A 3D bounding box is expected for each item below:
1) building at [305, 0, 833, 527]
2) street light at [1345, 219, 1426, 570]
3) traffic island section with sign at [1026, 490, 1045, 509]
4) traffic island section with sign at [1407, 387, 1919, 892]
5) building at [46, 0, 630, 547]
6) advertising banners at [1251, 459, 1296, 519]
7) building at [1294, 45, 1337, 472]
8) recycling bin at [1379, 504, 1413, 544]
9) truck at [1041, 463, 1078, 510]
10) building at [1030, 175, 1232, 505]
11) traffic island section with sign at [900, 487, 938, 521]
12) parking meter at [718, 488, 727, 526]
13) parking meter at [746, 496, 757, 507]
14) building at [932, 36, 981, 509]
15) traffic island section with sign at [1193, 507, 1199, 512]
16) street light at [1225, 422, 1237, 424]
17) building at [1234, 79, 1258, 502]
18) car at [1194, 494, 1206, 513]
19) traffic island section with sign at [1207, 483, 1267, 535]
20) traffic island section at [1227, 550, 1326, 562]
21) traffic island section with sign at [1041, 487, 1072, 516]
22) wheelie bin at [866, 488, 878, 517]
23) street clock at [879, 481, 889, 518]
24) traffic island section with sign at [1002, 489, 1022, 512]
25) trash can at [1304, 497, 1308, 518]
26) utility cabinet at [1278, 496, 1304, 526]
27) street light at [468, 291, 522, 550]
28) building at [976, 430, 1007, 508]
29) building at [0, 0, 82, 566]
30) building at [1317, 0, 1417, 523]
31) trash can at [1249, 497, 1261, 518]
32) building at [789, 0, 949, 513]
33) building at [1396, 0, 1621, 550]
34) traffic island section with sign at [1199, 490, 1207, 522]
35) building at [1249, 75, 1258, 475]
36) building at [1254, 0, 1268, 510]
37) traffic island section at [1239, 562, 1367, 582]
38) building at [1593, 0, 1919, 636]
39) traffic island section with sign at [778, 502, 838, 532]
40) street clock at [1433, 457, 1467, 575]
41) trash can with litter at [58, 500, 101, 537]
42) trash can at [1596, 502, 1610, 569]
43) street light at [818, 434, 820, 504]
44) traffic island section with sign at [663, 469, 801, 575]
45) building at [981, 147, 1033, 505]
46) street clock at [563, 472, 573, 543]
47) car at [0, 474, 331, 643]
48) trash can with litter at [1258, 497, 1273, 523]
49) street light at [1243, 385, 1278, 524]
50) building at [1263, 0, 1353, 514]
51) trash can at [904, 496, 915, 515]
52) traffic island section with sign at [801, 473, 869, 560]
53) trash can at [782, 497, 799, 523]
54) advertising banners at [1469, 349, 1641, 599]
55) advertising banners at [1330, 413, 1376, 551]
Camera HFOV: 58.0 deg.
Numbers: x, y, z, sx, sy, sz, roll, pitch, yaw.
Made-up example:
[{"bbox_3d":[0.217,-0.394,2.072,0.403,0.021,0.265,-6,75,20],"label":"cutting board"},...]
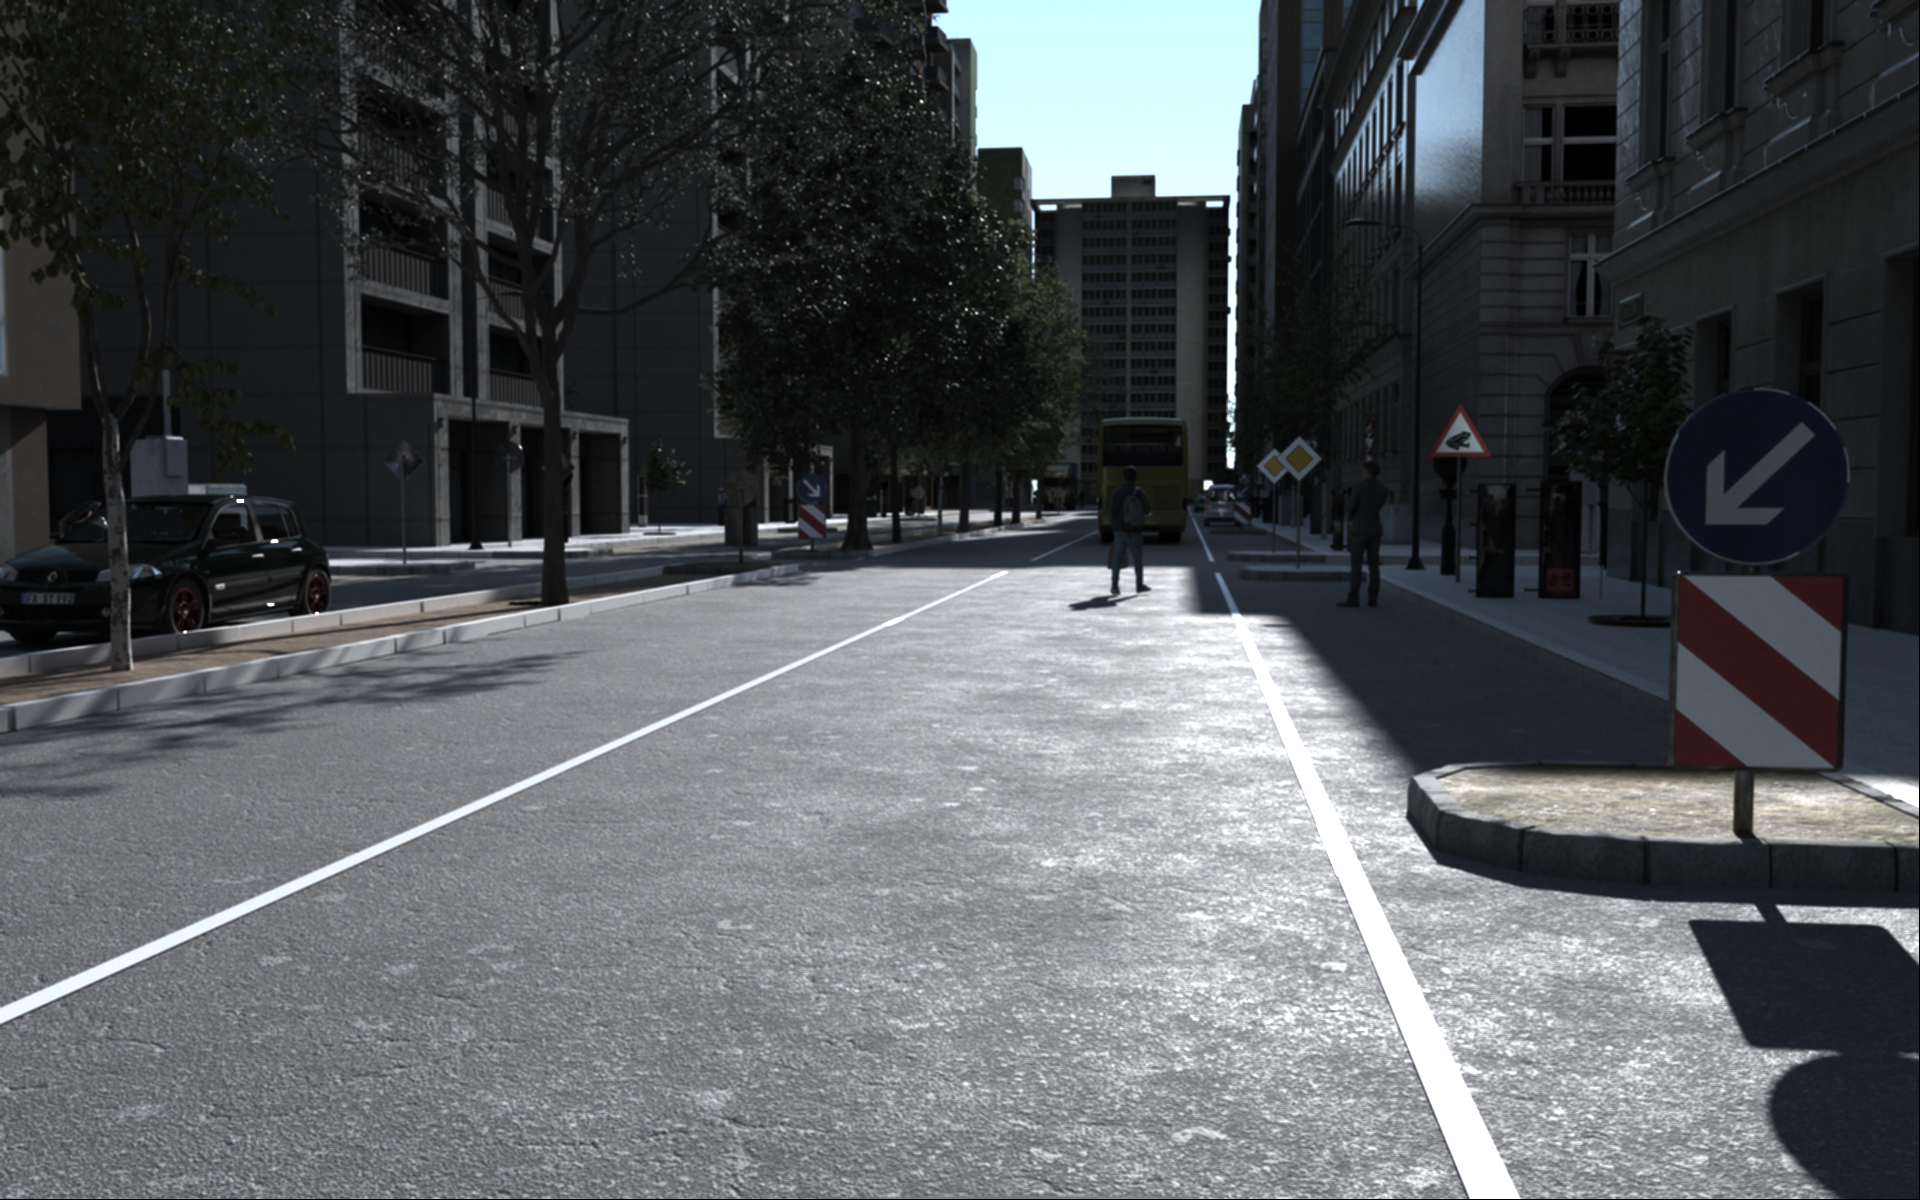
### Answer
[{"bbox_3d":[-17.264,-39.517,84.362,20.563,71.187,20.611,0,4,7],"label":"building"},{"bbox_3d":[7.218,-3.477,29.388,1.470,5.913,1.316,0,4,7],"label":"street light"},{"bbox_3d":[7.458,-9.716,167.485,1.989,1.847,2.006,0,4,7],"label":"traffic island section with sign"},{"bbox_3d":[2.959,0.085,7.244,1.989,1.847,2.006,0,4,7],"label":"traffic island section with sign"},{"bbox_3d":[-21.500,-37.497,51.322,20.563,71.187,20.611,0,4,7],"label":"building"},{"bbox_3d":[15.691,-5.515,86.350,2.074,3.025,0.090,1,4,23],"label":"advertising banners"},{"bbox_3d":[26.884,-18.651,98.455,14.314,27.812,24.014,0,4,7],"label":"building"},{"bbox_3d":[11.208,-1.957,44.551,0.722,1.027,0.722,-1,4,-19],"label":"recycling bin"},{"bbox_3d":[9.076,-10.261,156.675,2.839,4.237,11.283,0,4,7],"label":"truck"},{"bbox_3d":[21.206,-31.916,213.715,23.993,40.220,32.217,0,4,7],"label":"building"},{"bbox_3d":[-2.213,-5.100,92.016,1.989,1.847,2.006,0,4,7],"label":"traffic island section with sign"},{"bbox_3d":[-9.569,-3.757,69.842,0.372,1.533,0.369,0,3,0],"label":"parking meter"},{"bbox_3d":[-7.839,-3.624,64.967,0.399,1.863,0.255,3,5,43],"label":"parking meter"},{"bbox_3d":[-6.253,-28.631,151.708,14.154,41.232,14.086,0,4,7],"label":"building"},{"bbox_3d":[23.359,-9.646,166.334,1.989,1.847,2.006,0,4,7],"label":"traffic island section with sign"},{"bbox_3d":[17.779,-8.513,111.722,1.470,5.913,1.316,0,4,7],"label":"street light"},{"bbox_3d":[43.493,-35.561,205.127,21.600,48.544,21.300,0,4,7],"label":"building"},{"bbox_3d":[18.981,-7.626,133.488,1.959,1.807,4.718,0,4,8],"label":"car"},{"bbox_3d":[9.999,-3.276,62.190,1.989,1.847,2.006,0,4,7],"label":"traffic island section with sign"},{"bbox_3d":[6.864,-0.949,37.790,2.009,0.180,2.903,0,4,7],"label":"traffic island section"},{"bbox_3d":[6.378,-6.430,113.263,2.006,1.907,1.989,0,4,7],"label":"traffic island section with sign"},{"bbox_3d":[-4.982,-5.404,96.261,0.980,1.594,0.693,2,4,29],"label":"wheelie bin"},{"bbox_3d":[-4.085,-5.429,93.330,0.471,2.002,0.358,-2,4,-33],"label":"street clock"},{"bbox_3d":[4.037,-8.081,140.747,1.989,1.847,2.006,0,4,7],"label":"traffic island section with sign"},{"bbox_3d":[18.256,-4.956,92.680,0.748,1.137,0.748,0,3,0],"label":"trash can"},{"bbox_3d":[13.458,-3.624,70.417,1.020,1.237,0.306,-1,4,-20],"label":"utility cabinet"},{"bbox_3d":[-10.649,-4.113,39.789,1.470,5.913,1.316,0,4,7],"label":"street light"},{"bbox_3d":[-10.985,-20.273,176.500,28.899,21.520,27.650,0,4,7],"label":"building"},{"bbox_3d":[-22.724,-22.748,22.040,14.200,45.320,14.600,0,4,7],"label":"building"},{"bbox_3d":[23.932,-14.557,71.288,16.112,22.955,30.059,0,4,7],"label":"building"},{"bbox_3d":[16.146,-5.084,94.779,0.748,1.137,0.748,0,3,0],"label":"trash can"},{"bbox_3d":[-12.786,-29.089,130.226,22.147,44.769,28.867,0,4,7],"label":"building"},{"bbox_3d":[24.011,-12.331,43.418,24.055,21.916,13.314,0,4,7],"label":"building"},{"bbox_3d":[13.532,-4.956,89.658,1.989,1.847,2.006,0,4,7],"label":"traffic island section with sign"},{"bbox_3d":[39.956,-33.506,167.425,23.786,49.044,30.456,0,4,7],"label":"building"},{"bbox_3d":[32.042,-28.293,146.177,14.154,41.232,14.086,0,4,7],"label":"building"},{"bbox_3d":[5.848,-0.464,29.870,2.009,0.180,2.903,0,4,7],"label":"traffic island section"},{"bbox_3d":[15.167,-13.910,3.850,17.030,29.872,44.131,0,4,7],"label":"building"},{"bbox_3d":[-5.677,-3.456,65.140,1.989,1.847,2.006,0,4,7],"label":"traffic island section with sign"},{"bbox_3d":[7.756,-1.400,27.463,0.471,2.002,0.358,0,4,-3],"label":"street clock"},{"bbox_3d":[-16.162,-1.233,31.548,1.055,1.170,0.624,1,4,17],"label":"trash can with litter"},{"bbox_3d":[11.257,-1.098,29.601,0.748,1.137,0.748,0,3,0],"label":"trash can"},{"bbox_3d":[-5.803,-6.419,77.484,1.470,5.913,1.316,0,4,7],"label":"street light"},{"bbox_3d":[-4.126,-1.422,31.386,2.006,1.907,1.989,0,4,7],"label":"traffic island section with sign"},{"bbox_3d":[1.249,-32.061,207.785,14.086,41.232,14.154,0,4,7],"label":"building"},{"bbox_3d":[-10.448,-2.515,45.687,0.471,2.002,0.358,-1,4,-14],"label":"street clock"},{"bbox_3d":[-8.080,-0.491,17.821,2.009,1.686,4.222,0,4,7],"label":"car"},{"bbox_3d":[13.865,-4.034,77.348,1.055,1.170,0.624,-3,5,-39],"label":"trash can with litter"},{"bbox_3d":[12.913,-6.177,73.534,1.470,5.913,1.316,0,4,7],"label":"street light"},{"bbox_3d":[28.154,-28.611,117.898,14.600,45.320,14.200,0,4,7],"label":"building"},{"bbox_3d":[-3.016,-5.665,104.270,0.748,1.137,0.748,0,3,0],"label":"trash can"},{"bbox_3d":[-3.174,-1.871,38.732,2.006,1.907,1.989,0,4,7],"label":"traffic island section with sign"},{"bbox_3d":[-7.462,-3.951,76.246,0.748,1.137,0.748,0,3,0],"label":"trash can"},{"bbox_3d":[7.335,-1.530,21.209,2.074,3.025,0.090,1,4,14],"label":"advertising banners"},{"bbox_3d":[8.745,-2.589,38.522,0.090,3.025,2.074,-1,4,-13],"label":"advertising banners"}]
